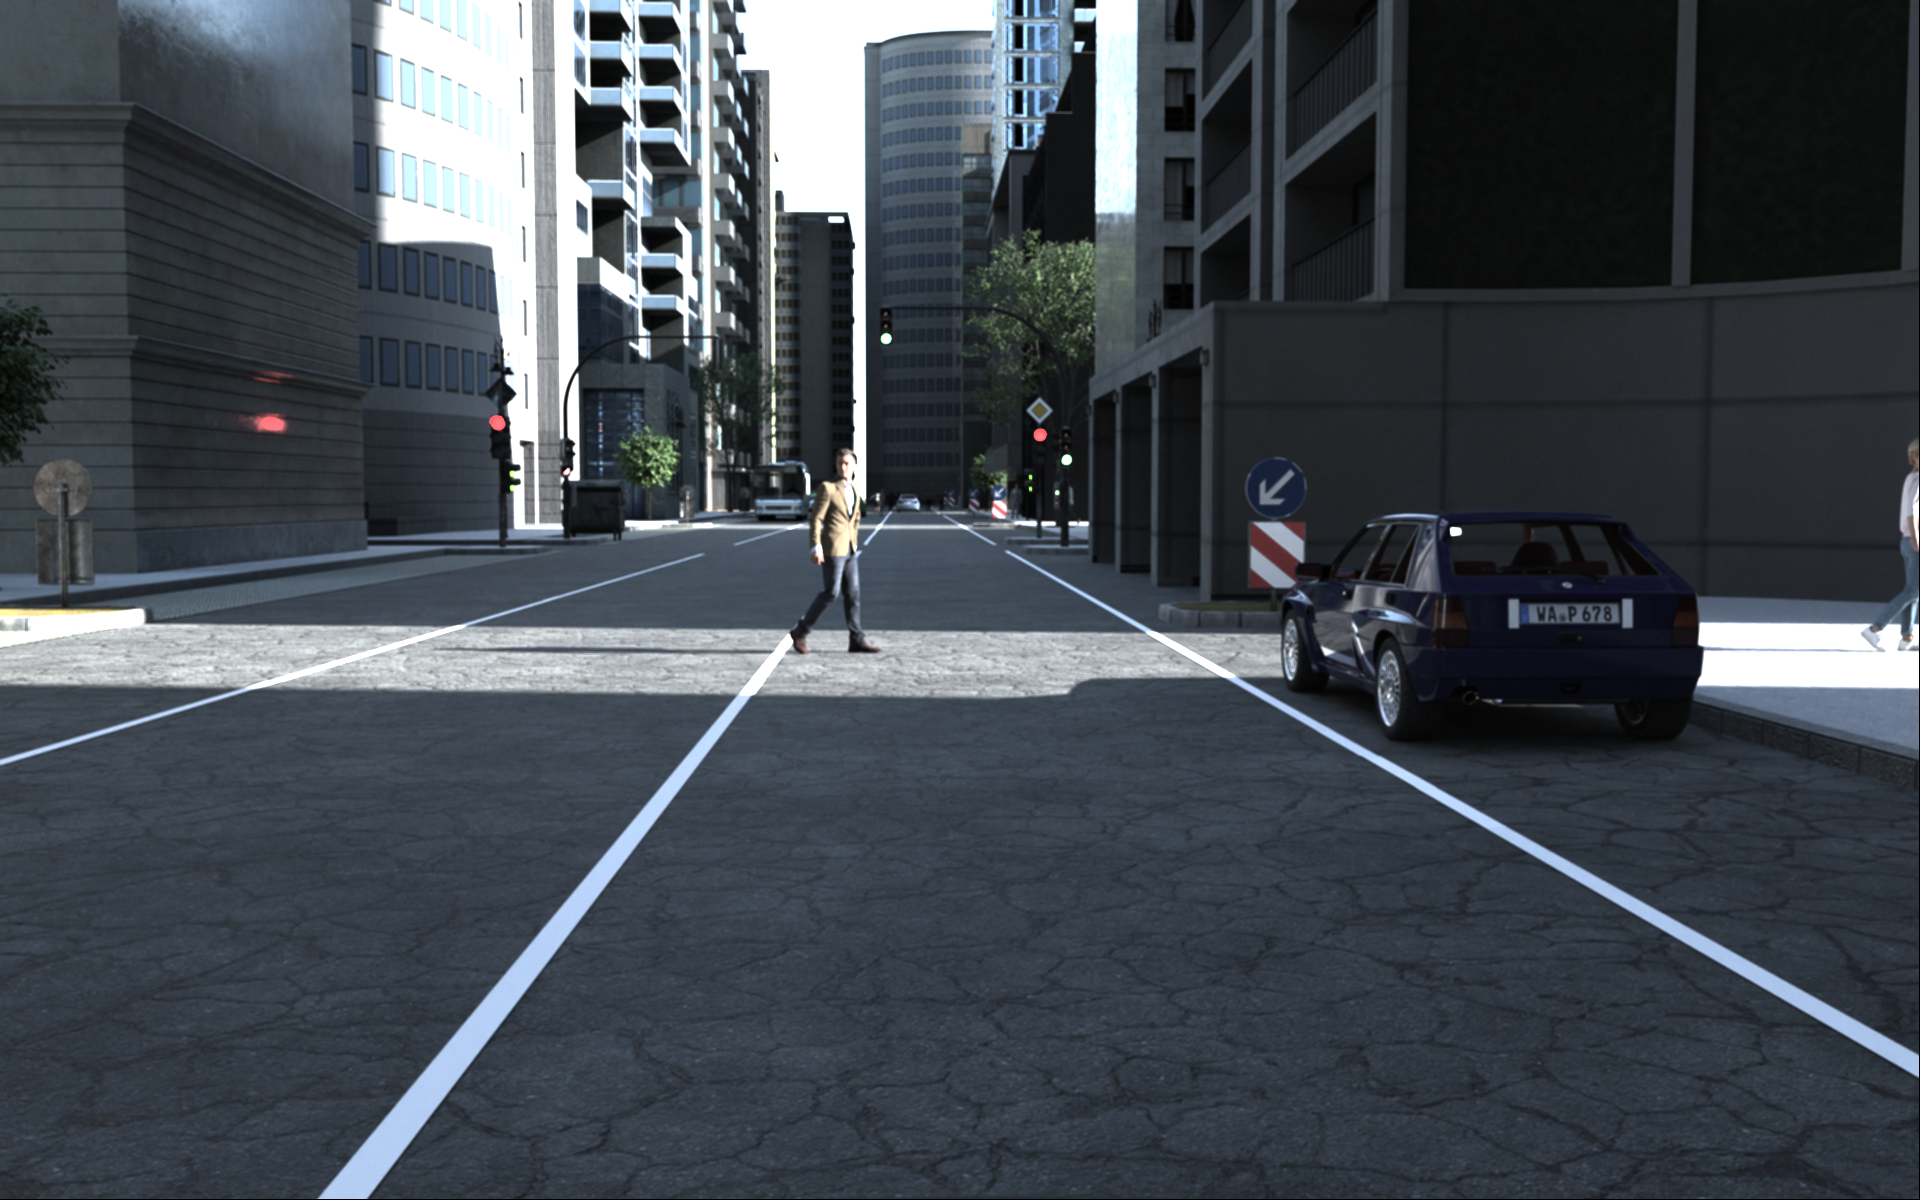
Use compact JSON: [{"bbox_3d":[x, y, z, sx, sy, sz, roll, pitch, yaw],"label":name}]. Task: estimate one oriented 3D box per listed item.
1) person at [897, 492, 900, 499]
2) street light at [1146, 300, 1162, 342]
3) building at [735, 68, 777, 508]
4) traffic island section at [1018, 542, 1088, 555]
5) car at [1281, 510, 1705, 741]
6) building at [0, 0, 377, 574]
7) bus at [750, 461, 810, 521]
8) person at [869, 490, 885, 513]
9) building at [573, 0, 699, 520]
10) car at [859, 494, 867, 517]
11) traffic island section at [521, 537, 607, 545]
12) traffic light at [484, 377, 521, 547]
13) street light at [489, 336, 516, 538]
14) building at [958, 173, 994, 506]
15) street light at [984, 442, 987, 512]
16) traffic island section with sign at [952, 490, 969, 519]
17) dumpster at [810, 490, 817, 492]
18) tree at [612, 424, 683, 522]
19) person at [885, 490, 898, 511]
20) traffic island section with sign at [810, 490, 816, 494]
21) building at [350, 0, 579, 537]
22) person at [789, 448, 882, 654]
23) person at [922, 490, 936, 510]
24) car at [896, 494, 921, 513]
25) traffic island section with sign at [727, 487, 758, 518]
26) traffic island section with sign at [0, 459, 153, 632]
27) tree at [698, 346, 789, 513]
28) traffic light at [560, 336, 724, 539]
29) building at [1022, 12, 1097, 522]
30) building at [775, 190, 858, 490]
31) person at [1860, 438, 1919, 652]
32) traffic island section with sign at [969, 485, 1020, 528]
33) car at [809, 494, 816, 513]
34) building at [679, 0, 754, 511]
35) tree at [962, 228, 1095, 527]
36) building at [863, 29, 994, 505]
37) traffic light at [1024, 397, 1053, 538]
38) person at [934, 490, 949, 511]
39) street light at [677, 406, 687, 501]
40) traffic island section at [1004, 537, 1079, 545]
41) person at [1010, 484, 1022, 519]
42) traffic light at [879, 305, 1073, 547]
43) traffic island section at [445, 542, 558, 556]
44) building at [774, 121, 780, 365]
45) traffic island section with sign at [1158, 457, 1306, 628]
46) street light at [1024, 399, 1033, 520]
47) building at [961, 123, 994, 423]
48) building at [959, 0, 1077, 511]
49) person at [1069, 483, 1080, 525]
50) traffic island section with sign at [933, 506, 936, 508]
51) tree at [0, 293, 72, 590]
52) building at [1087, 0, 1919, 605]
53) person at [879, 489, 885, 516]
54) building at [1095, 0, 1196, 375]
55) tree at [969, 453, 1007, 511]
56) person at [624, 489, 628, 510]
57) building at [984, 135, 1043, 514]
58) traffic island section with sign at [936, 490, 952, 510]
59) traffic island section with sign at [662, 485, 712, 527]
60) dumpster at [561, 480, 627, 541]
[{"bbox_3d":[-6.631,-11.094,190.706,0.721,1.723,1.217,1,4,23],"label":"person"},{"bbox_3d":[4.638,-4.194,41.354,0.468,5.910,1.993,0,4,-2],"label":"street light"},{"bbox_3d":[-24.754,-29.240,161.661,14.154,41.232,14.086,0,4,-2],"label":"building"},{"bbox_3d":[2.570,-1.222,42.260,2.009,0.180,2.903,0,4,-2],"label":"traffic island section"},{"bbox_3d":[3.294,0.070,11.433,1.945,1.354,3.894,0,4,-2],"label":"car"},{"bbox_3d":[-30.372,-13.107,33.377,34.723,24.649,14.460,0,4,-2],"label":"building"},{"bbox_3d":[-9.808,-6.191,96.081,2.948,3.499,13.247,0,4,-3],"label":"bus"},{"bbox_3d":[-6.340,-7.499,131.888,1.217,1.735,0.721,-1,4,-12],"label":"person"},{"bbox_3d":[-26.257,-48.054,98.356,22.319,86.520,31.000,0,4,-2],"label":"building"},{"bbox_3d":[-6.853,-6.129,109.004,1.959,1.807,4.718,0,4,0],"label":"car"},{"bbox_3d":[-11.317,-1.684,49.817,2.009,0.180,2.903,0,4,-2],"label":"traffic island section"},{"bbox_3d":[-11.025,-3.228,41.702,0.839,4.253,0.868,0,4,-2],"label":"traffic light"},{"bbox_3d":[-13.331,-4.759,50.595,0.468,5.910,1.993,0,4,-2],"label":"street light"},{"bbox_3d":[16.114,-29.571,175.370,32.217,40.220,23.993,0,4,-2],"label":"building"},{"bbox_3d":[1.900,-9.306,124.946,0.468,5.910,1.993,0,4,-2],"label":"street light"},{"bbox_3d":[0.688,-5.697,101.769,1.989,1.847,2.006,0,4,-2],"label":"traffic island section with sign"},{"bbox_3d":[-15.419,-10.714,183.396,1.865,1.857,1.264,0,4,-2],"label":"dumpster"},{"bbox_3d":[-14.683,-5.971,81.335,4.285,4.588,4.351,0,3,0],"label":"tree"},{"bbox_3d":[-5.835,-8.469,147.098,1.348,1.807,0.705,-2,4,-32],"label":"person"},{"bbox_3d":[-15.068,-10.417,178.944,1.989,1.847,2.006,0,4,-2],"label":"traffic island section with sign"},{"bbox_3d":[-27.105,-31.782,61.629,21.231,58.520,28.212,0,4,-2],"label":"building"},{"bbox_3d":[-1.127,-0.435,15.531,0.836,1.842,0.656,0,4,3],"label":"person"},{"bbox_3d":[-2.799,-8.964,155.075,1.348,1.823,0.705,-1,4,-22],"label":"person"},{"bbox_3d":[-4.037,-7.515,134.872,2.014,1.417,4.499,0,4,-1],"label":"car"},{"bbox_3d":[-12.636,-5.703,101.873,1.989,1.847,2.006,0,4,-2],"label":"traffic island section with sign"},{"bbox_3d":[-10.011,-0.626,18.855,1.989,1.847,2.006,0,4,-2],"label":"traffic island section with sign"},{"bbox_3d":[-15.968,-11.934,120.878,9.928,11.665,9.643,0,3,0],"label":"tree"},{"bbox_3d":[-9.189,-4.594,49.784,4.771,5.953,1.251,0,4,-2],"label":"traffic light"},{"bbox_3d":[9.807,-15.737,86.985,12.332,23.373,15.834,0,4,-2],"label":"building"},{"bbox_3d":[-25.493,-32.526,223.681,23.993,40.220,32.217,0,4,-2],"label":"building"},{"bbox_3d":[7.657,-0.449,14.052,0.598,1.740,0.731,1,4,10],"label":"person"},{"bbox_3d":[1.547,-4.049,74.828,1.989,1.847,2.006,0,4,-2],"label":"traffic island section with sign"},{"bbox_3d":[-10.250,-6.381,116.124,2.131,1.459,4.920,0,4,-4],"label":"car"},{"bbox_3d":[-28.805,-31.765,138.959,23.786,49.044,30.456,0,4,-2],"label":"building"},{"bbox_3d":[3.892,-8.655,67.259,9.928,11.665,9.643,0,3,0],"label":"tree"},{"bbox_3d":[2.056,-41.400,218.887,28.212,58.520,21.231,0,4,-2],"label":"building"},{"bbox_3d":[2.277,-3.743,50.126,0.839,4.253,0.868,0,4,-2],"label":"traffic light"},{"bbox_3d":[-1.572,-8.634,149.606,1.348,1.831,0.705,1,4,17],"label":"person"},{"bbox_3d":[-14.678,-7.245,91.245,0.468,5.910,1.993,0,4,-2],"label":"street light"},{"bbox_3d":[2.317,-1.710,50.241,2.009,0.180,2.903,0,4,-2],"label":"traffic island section"},{"bbox_3d":[2.902,-5.092,89.401,0.635,1.810,0.391,0,4,-2],"label":"person"},{"bbox_3d":[0.441,-4.114,41.937,4.771,5.953,1.251,0,4,-2],"label":"traffic light"},{"bbox_3d":[-11.065,-1.196,41.835,2.009,0.180,2.903,0,4,-2],"label":"traffic island section"},{"bbox_3d":[-32.937,-32.706,189.362,28.867,44.769,22.147,0,4,-2],"label":"building"},{"bbox_3d":[3.297,-0.668,19.550,1.989,1.847,2.006,0,4,-2],"label":"traffic island section with sign"},{"bbox_3d":[3.294,-6.825,84.379,0.468,5.910,1.993,0,4,-2],"label":"street light"},{"bbox_3d":[7.076,-31.222,194.067,14.154,41.232,14.086,0,4,-2],"label":"building"},{"bbox_3d":[11.571,-50.961,145.881,22.319,86.520,31.000,0,4,-2],"label":"building"},{"bbox_3d":[4.511,-3.970,70.793,0.795,1.843,0.661,-1,4,-10],"label":"person"},{"bbox_3d":[-1.749,-10.428,179.118,1.989,1.847,2.006,0,4,-2],"label":"traffic island section with sign"},{"bbox_3d":[-13.365,-2.384,22.701,4.285,4.588,4.351,0,3,0],"label":"tree"},{"bbox_3d":[13.256,-35.874,24.785,20.563,71.187,20.611,0,4,-2],"label":"building"},{"bbox_3d":[-4.982,-6.247,110.977,0.374,1.781,0.599,3,5,40],"label":"person"},{"bbox_3d":[13.205,-12.205,54.298,16.860,20.320,10.420,0,4,-2],"label":"building"},{"bbox_3d":[2.179,-8.847,128.358,4.285,4.588,4.351,0,3,0],"label":"tree"},{"bbox_3d":[-16.466,-4.782,84.328,0.635,1.810,0.391,0,4,-7],"label":"person"},{"bbox_3d":[9.323,-17.785,109.845,14.314,24.678,30.058,0,4,-2],"label":"building"},{"bbox_3d":[-0.891,-8.780,152.176,1.989,1.847,2.006,0,4,-2],"label":"traffic island section with sign"},{"bbox_3d":[-11.793,-4.055,74.931,1.989,1.847,2.006,0,4,-2],"label":"traffic island section with sign"},{"bbox_3d":[-11.186,-2.733,52.896,1.865,1.857,1.264,0,4,-2],"label":"dumpster"}]
